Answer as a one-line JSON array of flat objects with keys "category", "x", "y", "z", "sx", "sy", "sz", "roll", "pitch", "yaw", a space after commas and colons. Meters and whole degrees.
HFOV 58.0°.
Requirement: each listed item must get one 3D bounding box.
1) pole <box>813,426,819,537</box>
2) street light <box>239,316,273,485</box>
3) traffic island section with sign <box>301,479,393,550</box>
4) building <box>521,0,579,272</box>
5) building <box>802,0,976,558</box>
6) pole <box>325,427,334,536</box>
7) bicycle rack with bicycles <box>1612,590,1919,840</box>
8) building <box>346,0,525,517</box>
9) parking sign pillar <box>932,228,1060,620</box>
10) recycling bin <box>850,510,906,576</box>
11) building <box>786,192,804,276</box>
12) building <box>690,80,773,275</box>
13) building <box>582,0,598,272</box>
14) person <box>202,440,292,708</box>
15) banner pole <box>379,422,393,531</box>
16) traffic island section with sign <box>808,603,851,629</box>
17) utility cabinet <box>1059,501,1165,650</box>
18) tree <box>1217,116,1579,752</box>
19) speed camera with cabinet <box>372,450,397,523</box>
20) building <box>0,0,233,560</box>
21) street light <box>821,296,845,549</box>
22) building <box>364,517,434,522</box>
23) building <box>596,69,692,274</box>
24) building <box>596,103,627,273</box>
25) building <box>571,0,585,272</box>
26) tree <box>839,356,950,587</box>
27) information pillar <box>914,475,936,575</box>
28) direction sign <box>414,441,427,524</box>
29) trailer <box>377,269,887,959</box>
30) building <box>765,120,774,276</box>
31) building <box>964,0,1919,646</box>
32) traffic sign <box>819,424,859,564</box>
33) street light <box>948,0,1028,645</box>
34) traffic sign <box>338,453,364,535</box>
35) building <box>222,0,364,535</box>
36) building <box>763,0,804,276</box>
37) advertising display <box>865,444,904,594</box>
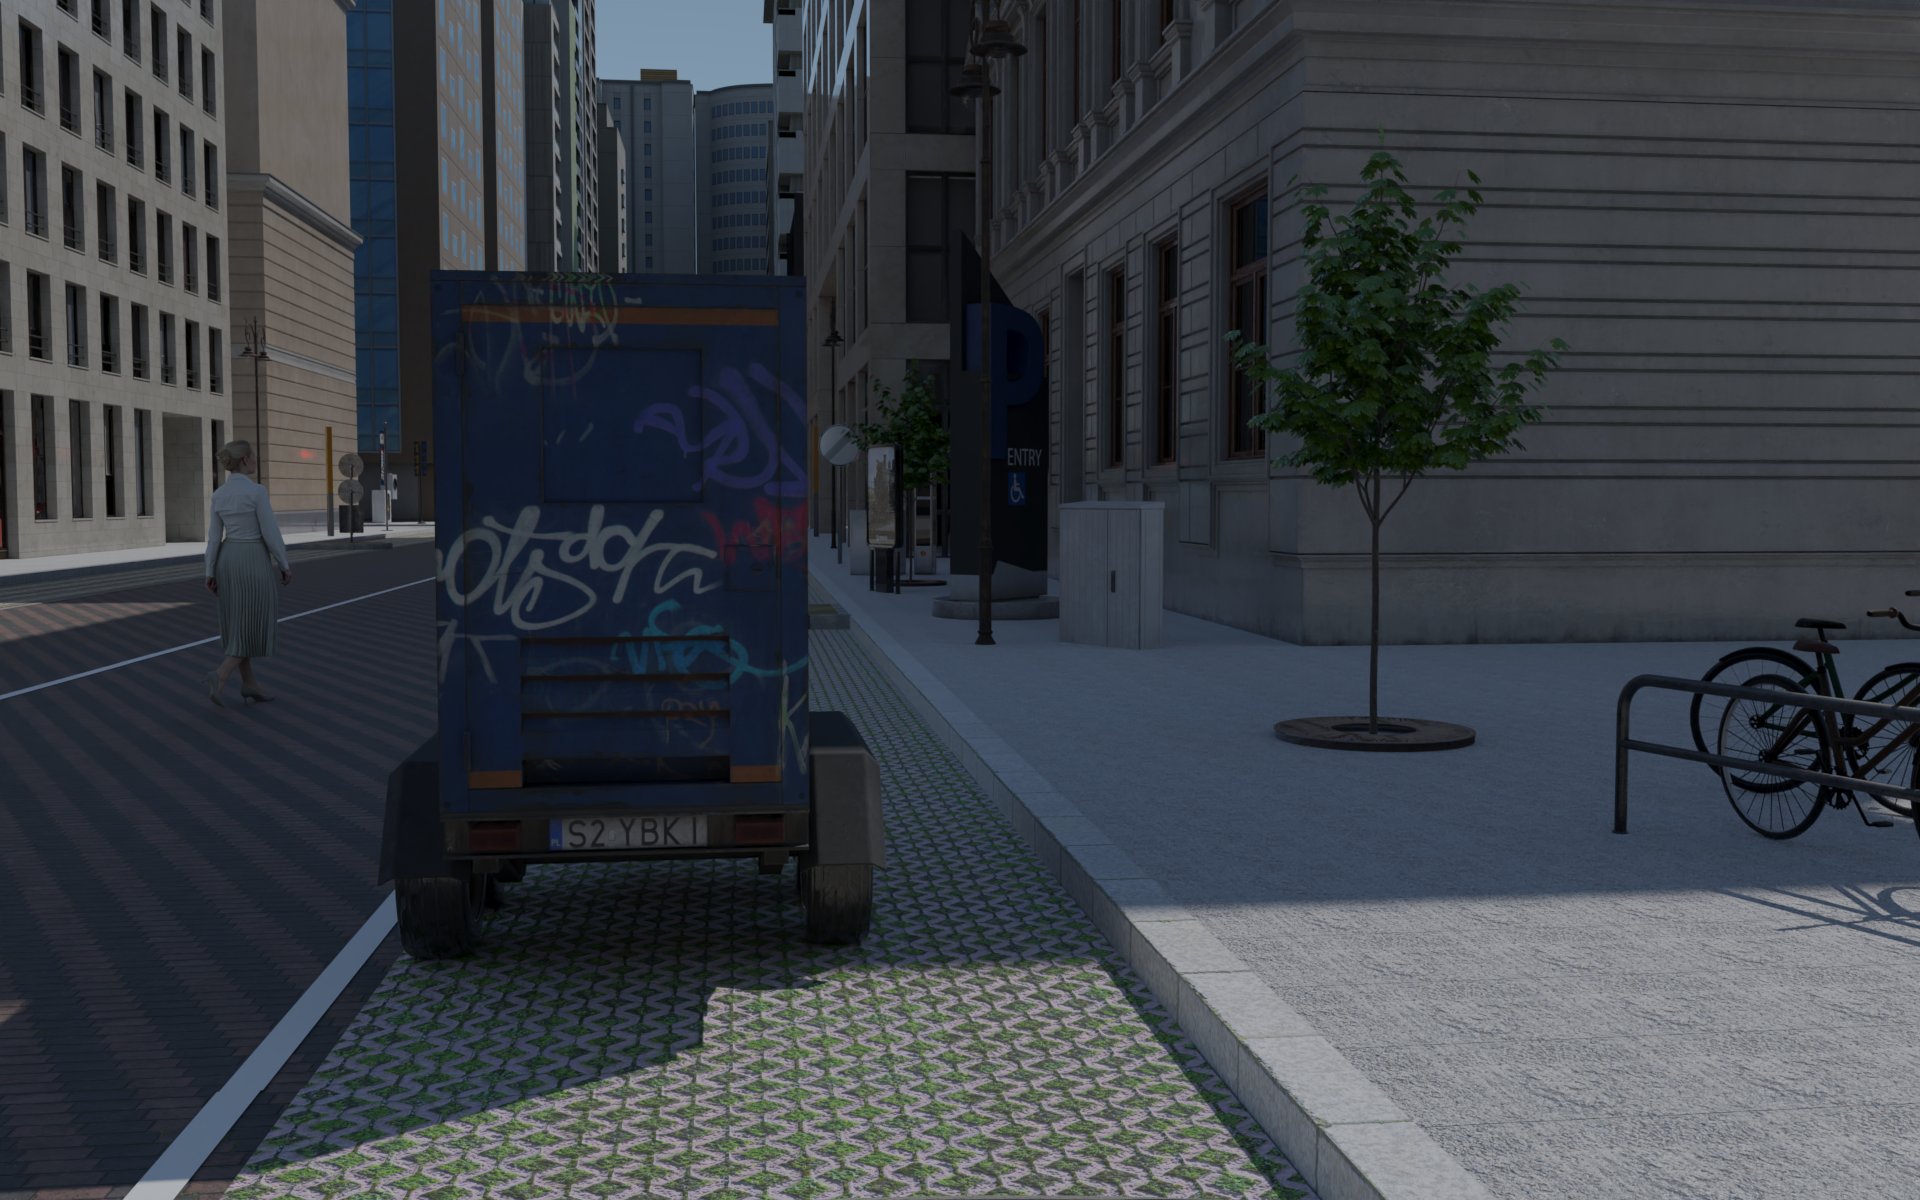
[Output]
[{"category": "pole", "x": -4.317, "y": -3.553, "z": 51.940, "sx": 0.158, "sy": 3.312, "sz": 0.155, "roll": 0, "pitch": 3, "yaw": 0}, {"category": "street light", "x": -18.299, "y": -4.425, "z": 45.144, "sx": 0.468, "sy": 5.910, "sz": 1.993, "roll": 0, "pitch": 4, "yaw": -7}, {"category": "traffic island section with sign", "x": -15.883, "y": -2.226, "z": 45.026, "sx": 1.989, "sy": 1.847, "sz": 2.006, "roll": 0, "pitch": 4, "yaw": -7}, {"category": "building", "x": -37.908, "y": -27.716, "z": 136.749, "sx": 14.154, "sy": 41.232, "sz": 14.086, "roll": 0, "pitch": 4, "yaw": -7}, {"category": "building", "x": 5.594, "y": -15.121, "z": 51.742, "sx": 19.350, "sy": 26.468, "sz": 34.151, "roll": 0, "pitch": 4, "yaw": -7}, {"category": "pole", "x": -19.092, "y": -3.585, "z": 52.457, "sx": 0.158, "sy": 3.312, "sz": 0.155, "roll": 0, "pitch": 3, "yaw": 0}, {"category": "bicycle rack with bicycles", "x": 3.714, "y": 0.436, "z": 6.259, "sx": 2.852, "sy": 0.926, "sz": 2.925, "roll": -1, "pitch": 4, "yaw": -21}, {"category": "building", "x": -36.762, "y": -28.402, "z": 114.489, "sx": 14.600, "sy": 45.320, "sz": 14.200, "roll": 0, "pitch": 4, "yaw": -7}, {"category": "parking sign pillar", "x": 0.423, "y": -1.817, "z": 18.173, "sx": 1.447, "sy": 3.967, "sz": 1.447, "roll": 2, "pitch": 4, "yaw": 33}, {"category": "recycling bin", "x": -1.304, "y": -0.919, "z": 27.580, "sx": 0.722, "sy": 1.027, "sz": 0.722, "roll": 1, "pitch": 4, "yaw": 17}, {"category": "building", "x": -4.412, "y": -17.046, "z": 108.388, "sx": 12.332, "sy": 23.373, "sz": 15.834, "roll": 0, "pitch": 4, "yaw": -7}, {"category": "building", "x": -23.131, "y": -43.051, "z": 245.880, "sx": 28.212, "sy": 58.520, "sz": 21.231, "roll": 0, "pitch": 4, "yaw": -7}, {"category": "building", "x": -48.113, "y": -45.928, "z": 189.177, "sx": 20.563, "sy": 71.187, "sz": 20.611, "roll": 0, "pitch": 4, "yaw": -7}, {"category": "person", "x": -4.883, "y": -0.183, "z": 11.721, "sx": 0.478, "sy": 1.798, "sz": 0.641, "roll": 2, "pitch": 4, "yaw": 28}, {"category": "banner pole", "x": -19.964, "y": -4.282, "z": 60.028, "sx": 0.401, "sy": 3.779, "sz": 0.863, "roll": 0, "pitch": 4, "yaw": -1}, {"category": "traffic island section with sign", "x": -2.254, "y": -0.638, "z": 19.066, "sx": 1.989, "sy": 1.847, "sz": 2.006, "roll": 0, "pitch": 4, "yaw": -7}, {"category": "utility cabinet", "x": 1.269, "y": -0.216, "z": 14.690, "sx": 0.306, "sy": 1.237, "sz": 1.020, "roll": -3, "pitch": 4, "yaw": -37}, {"category": "tree", "x": 2.054, "y": -0.877, "z": 8.949, "sx": 1.663, "sy": 3.219, "sz": 1.824, "roll": 0, "pitch": 3, "yaw": 0}, {"category": "speed camera with cabinet", "x": -25.482, "y": -5.038, "z": 76.701, "sx": 0.660, "sy": 3.252, "sz": 2.038, "roll": 0, "pitch": 4, "yaw": -3}, {"category": "building", "x": -24.480, "y": -11.279, "z": 39.169, "sx": 10.420, "sy": 20.320, "sz": 16.860, "roll": 0, "pitch": 4, "yaw": -7}, {"category": "street light", "x": -2.976, "y": -4.150, "z": 40.648, "sx": 0.468, "sy": 5.910, "sz": 1.993, "roll": 0, "pitch": 4, "yaw": -7}, {"category": "building", "x": -31.384, "y": -26.553, "z": 84.247, "sx": 14.600, "sy": 45.320, "sz": 14.200, "roll": 0, "pitch": 4, "yaw": -7}, {"category": "building", "x": -51.121, "y": -42.835, "z": 242.351, "sx": 28.212, "sy": 58.520, "sz": 21.231, "roll": 0, "pitch": 4, "yaw": -7}, {"category": "building", "x": -51.876, "y": -35.914, "z": 210.890, "sx": 21.600, "sy": 48.544, "sz": 21.300, "roll": 0, "pitch": 4, "yaw": -7}, {"category": "building", "x": -45.673, "y": -51.929, "z": 161.718, "sx": 22.319, "sy": 86.520, "sz": 31.000, "roll": 0, "pitch": 4, "yaw": -7}, {"category": "tree", "x": -0.579, "y": -1.819, "z": 24.336, "sx": 1.663, "sy": 3.219, "sz": 1.824, "roll": 0, "pitch": 3, "yaw": 0}, {"category": "information pillar", "x": -0.552, "y": -1.411, "z": 27.560, "sx": 0.304, "sy": 2.012, "sz": 0.304, "roll": 1, "pitch": 4, "yaw": 12}, {"category": "direction sign", "x": -23.165, "y": -5.041, "z": 74.412, "sx": 0.876, "sy": 3.537, "sz": 0.379, "roll": 3, "pitch": 4, "yaw": 39}, {"category": "trailer", "x": -1.148, "y": 0.038, "z": 6.435, "sx": 1.471, "sy": 1.999, "sz": 3.904, "roll": -1, "pitch": 4, "yaw": -8}, {"category": "building", "x": -13.232, "y": -36.212, "z": 215.775, "sx": 21.300, "sy": 48.544, "sz": 21.600, "roll": 0, "pitch": 4, "yaw": -7}, {"category": "building", "x": 6.558, "y": -11.499, "z": 24.158, "sx": 11.583, "sy": 22.565, "sz": 21.152, "roll": 0, "pitch": 4, "yaw": -7}, {"category": "traffic sign", "x": -2.207, "y": -1.937, "z": 31.783, "sx": 0.768, "sy": 2.556, "sz": 0.104, "roll": 0, "pitch": 4, "yaw": -7}, {"category": "street light", "x": 0.216, "y": -2.558, "z": 14.617, "sx": 0.468, "sy": 5.910, "sz": 1.993, "roll": 0, "pitch": 4, "yaw": -7}, {"category": "traffic sign", "x": -19.093, "y": -3.316, "z": 54.326, "sx": 0.768, "sy": 2.556, "sz": 0.104, "roll": 0, "pitch": 4, "yaw": -6}, {"category": "building", "x": -31.565, "y": -16.610, "z": 57.475, "sx": 20.117, "sy": 28.700, "sz": 13.634, "roll": 0, "pitch": 4, "yaw": -7}, {"category": "building", "x": -4.298, "y": -35.395, "z": 167.943, "sx": 28.713, "sy": 52.752, "sz": 27.495, "roll": 0, "pitch": 4, "yaw": -7}, {"category": "advertising display", "x": -0.984, "y": -1.060, "z": 22.549, "sx": 0.123, "sy": 1.923, "sz": 0.974, "roll": -2, "pitch": 4, "yaw": -26}]
